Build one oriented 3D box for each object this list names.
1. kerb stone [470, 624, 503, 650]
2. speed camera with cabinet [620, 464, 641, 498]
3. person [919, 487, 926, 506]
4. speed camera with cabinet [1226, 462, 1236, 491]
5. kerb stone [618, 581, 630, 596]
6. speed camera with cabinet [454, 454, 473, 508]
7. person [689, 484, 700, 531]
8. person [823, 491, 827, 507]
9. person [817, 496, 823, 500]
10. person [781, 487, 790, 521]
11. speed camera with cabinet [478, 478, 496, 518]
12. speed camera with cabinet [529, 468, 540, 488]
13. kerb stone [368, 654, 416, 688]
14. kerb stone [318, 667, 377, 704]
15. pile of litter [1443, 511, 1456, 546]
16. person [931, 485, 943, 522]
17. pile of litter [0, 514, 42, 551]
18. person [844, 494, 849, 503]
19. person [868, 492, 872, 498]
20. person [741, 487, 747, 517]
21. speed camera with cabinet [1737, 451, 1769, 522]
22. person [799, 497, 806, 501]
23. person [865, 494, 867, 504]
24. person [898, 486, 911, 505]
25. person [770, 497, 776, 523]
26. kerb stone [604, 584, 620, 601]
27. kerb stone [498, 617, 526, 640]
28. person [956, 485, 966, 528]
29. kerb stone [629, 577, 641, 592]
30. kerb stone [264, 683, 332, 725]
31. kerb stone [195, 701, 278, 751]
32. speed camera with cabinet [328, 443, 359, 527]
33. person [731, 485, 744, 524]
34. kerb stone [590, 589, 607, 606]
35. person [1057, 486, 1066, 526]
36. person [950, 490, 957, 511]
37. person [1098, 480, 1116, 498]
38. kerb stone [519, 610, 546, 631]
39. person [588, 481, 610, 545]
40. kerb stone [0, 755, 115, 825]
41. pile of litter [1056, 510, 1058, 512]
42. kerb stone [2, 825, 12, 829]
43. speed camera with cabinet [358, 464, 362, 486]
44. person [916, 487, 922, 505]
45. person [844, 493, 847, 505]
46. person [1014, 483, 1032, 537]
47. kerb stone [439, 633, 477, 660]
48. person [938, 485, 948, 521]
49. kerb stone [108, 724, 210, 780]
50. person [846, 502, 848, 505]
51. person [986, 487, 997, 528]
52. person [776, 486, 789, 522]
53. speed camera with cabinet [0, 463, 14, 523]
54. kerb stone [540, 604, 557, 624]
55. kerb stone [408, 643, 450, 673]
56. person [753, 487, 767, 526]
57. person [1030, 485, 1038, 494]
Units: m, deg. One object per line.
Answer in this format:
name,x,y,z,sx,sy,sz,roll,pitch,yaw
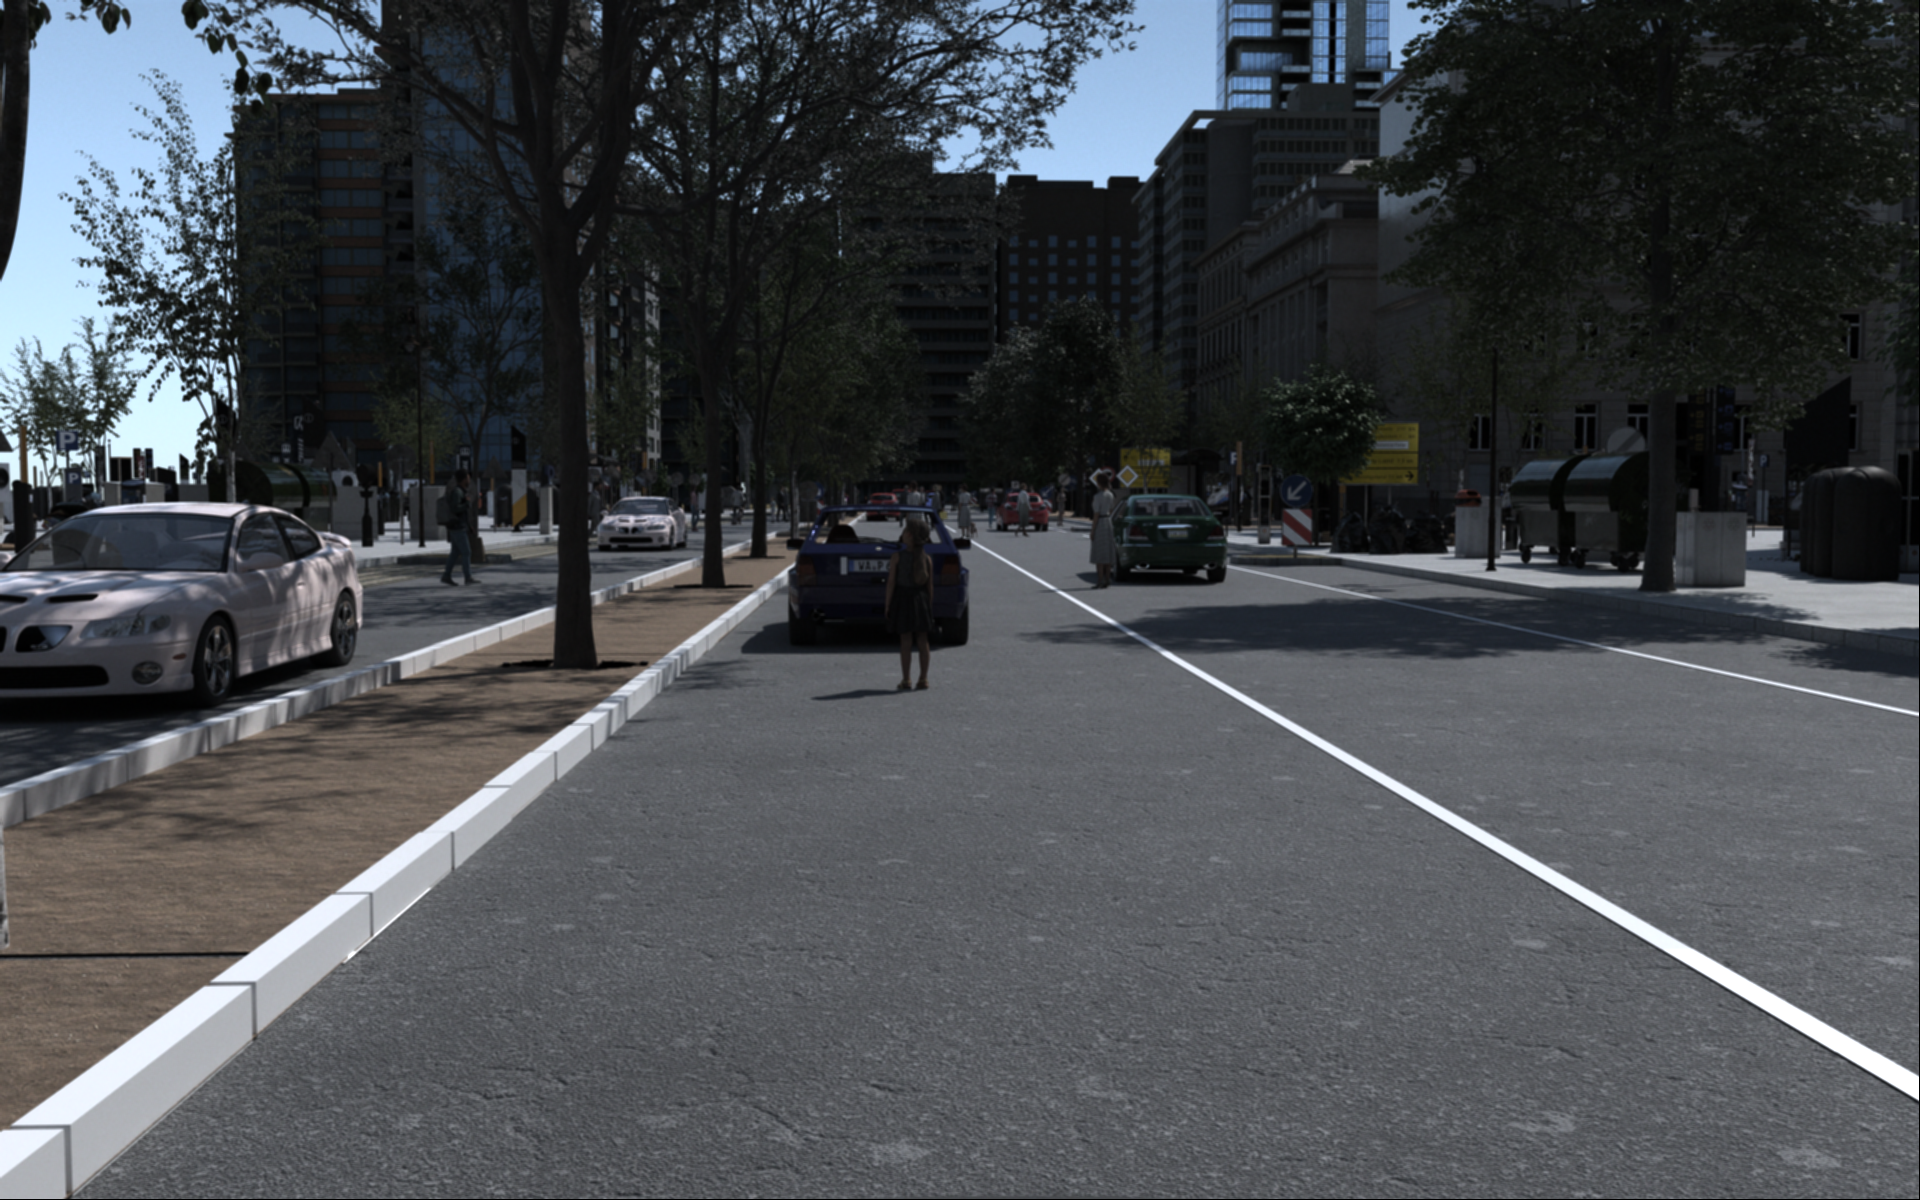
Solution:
kerb stone,-4.488,0.365,16.248,0.120,0.150,1.000,0,4,-2
speed camera with cabinet,-21.578,-7.289,113.511,0.660,3.252,2.038,1,4,16
person,-1.737,-4.408,80.971,0.834,1.777,0.661,3,5,42
speed camera with cabinet,17.339,-7.249,112.850,0.660,3.252,2.038,1,4,19
kerb stone,-4.824,-0.134,24.430,0.120,0.150,1.000,0,4,-2
speed camera with cabinet,-25.057,-5.572,85.441,0.660,3.252,2.038,2,4,25
person,-10.224,-3.559,66.704,0.388,1.821,0.555,-2,4,-31
person,-14.769,-11.202,192.472,1.217,1.723,0.721,2,4,27
person,-10.844,-7.777,135.429,0.755,1.850,0.659,-2,4,-24
person,-9.167,-5.013,90.641,0.526,1.800,0.537,-1,4,-13
speed camera with cabinet,-25.904,-6.139,94.716,2.038,3.252,0.660,-1,4,-16
speed camera with cabinet,-32.786,-8.412,131.874,0.660,3.252,2.038,1,4,20
kerb stone,-4.353,0.552,13.174,0.120,0.150,1.000,0,4,-2
kerb stone,-4.320,0.615,12.146,0.120,0.150,1.000,0,4,-2
pile of litter,12.087,-1.775,42.992,1.176,0.858,1.719,-1,4,-21
person,-0.914,-3.578,67.177,0.728,1.800,0.709,0,4,2
pile of litter,-21.398,-1.562,39.509,1.719,0.858,1.176,1,4,19
person,-9.592,-8.343,148.137,0.991,1.433,0.599,-1,4,-19
person,-10.201,-11.398,196.325,0.415,1.643,0.593,-2,4,-31
person,-13.325,-5.953,105.606,0.659,1.850,0.755,0,4,-2
speed camera with cabinet,36.325,-5.201,79.366,0.660,3.252,2.038,0,4,-1
person,-9.409,-5.790,104.174,0.522,1.701,0.512,1,4,13
person,-10.196,-10.776,187.953,0.557,1.426,1.065,1,4,9
person,-2.389,-4.071,75.239,0.661,1.801,0.590,-1,4,-15
person,-9.291,-4.469,85.849,0.425,1.301,0.394,3,4,36
kerb stone,-4.772,-0.074,23.406,0.120,0.150,1.000,0,4,-2
kerb stone,-4.524,0.301,17.277,0.120,0.150,1.000,0,4,-2
person,0.094,-3.903,72.493,0.473,1.802,0.592,2,4,33
kerb stone,-4.864,-0.194,25.455,0.120,0.150,1.000,0,4,-2
kerb stone,-4.277,0.677,11.125,0.120,0.150,1.000,0,4,-2
kerb stone,-4.233,0.741,10.099,0.120,0.150,1.000,0,4,-2
speed camera with cabinet,-24.406,-4.445,67.015,0.660,3.252,2.038,2,4,25
person,-10.614,-4.541,82.598,0.661,1.843,0.795,1,4,14
kerb stone,-4.735,-0.012,22.385,0.120,0.150,1.000,0,4,-2
person,4.526,-4.170,77.015,0.599,1.781,0.374,-3,5,-44
person,-0.491,-8.157,142.673,0.445,1.727,0.742,2,4,26
person,4.694,-2.921,55.622,0.648,1.900,0.474,-3,5,-41
kerb stone,-4.565,0.238,18.299,0.120,0.150,1.000,0,4,-2
person,-10.110,-2.402,48.054,0.850,1.792,0.678,1,4,9
kerb stone,-4.157,0.867,8.057,0.120,0.150,1.000,0,4,-2
pile of litter,6.440,-6.860,126.129,1.176,0.858,1.719,-2,4,-28
kerb stone,-4.113,0.928,7.032,0.120,0.150,1.000,0,4,-2
speed camera with cabinet,-39.992,-7.267,113.146,2.038,3.252,0.660,-1,4,-16
person,-1.790,-3.813,71.242,0.661,1.777,0.834,-3,4,-36
person,-10.650,-9.138,157.845,1.348,1.831,0.705,-1,4,-17
person,2.091,-3.029,58.246,0.641,1.798,0.478,-1,4,-23
kerb stone,-4.448,0.426,15.224,0.120,0.150,1.000,0,4,-2
person,-0.843,-3.747,69.988,0.699,1.804,1.509,0,4,-1
kerb stone,-4.203,0.802,9.077,0.120,0.150,1.000,0,4,-2
person,-8.518,-7.745,135.112,0.713,1.824,0.794,2,4,26
person,1.321,-3.901,73.121,0.563,1.720,0.643,3,5,44
person,-8.993,-4.860,87.733,0.755,1.850,0.659,2,4,33
speed camera with cabinet,-41.978,-5.004,76.158,0.660,3.252,2.038,0,4,7
kerb stone,-4.608,0.176,19.320,0.120,0.150,1.000,0,4,-2
kerb stone,-4.395,0.491,14.200,0.120,0.150,1.000,0,4,-2
person,-8.894,-4.177,76.978,0.592,1.802,0.473,-1,4,-15
person,3.450,-4.518,82.149,0.659,1.850,0.755,2,4,26
